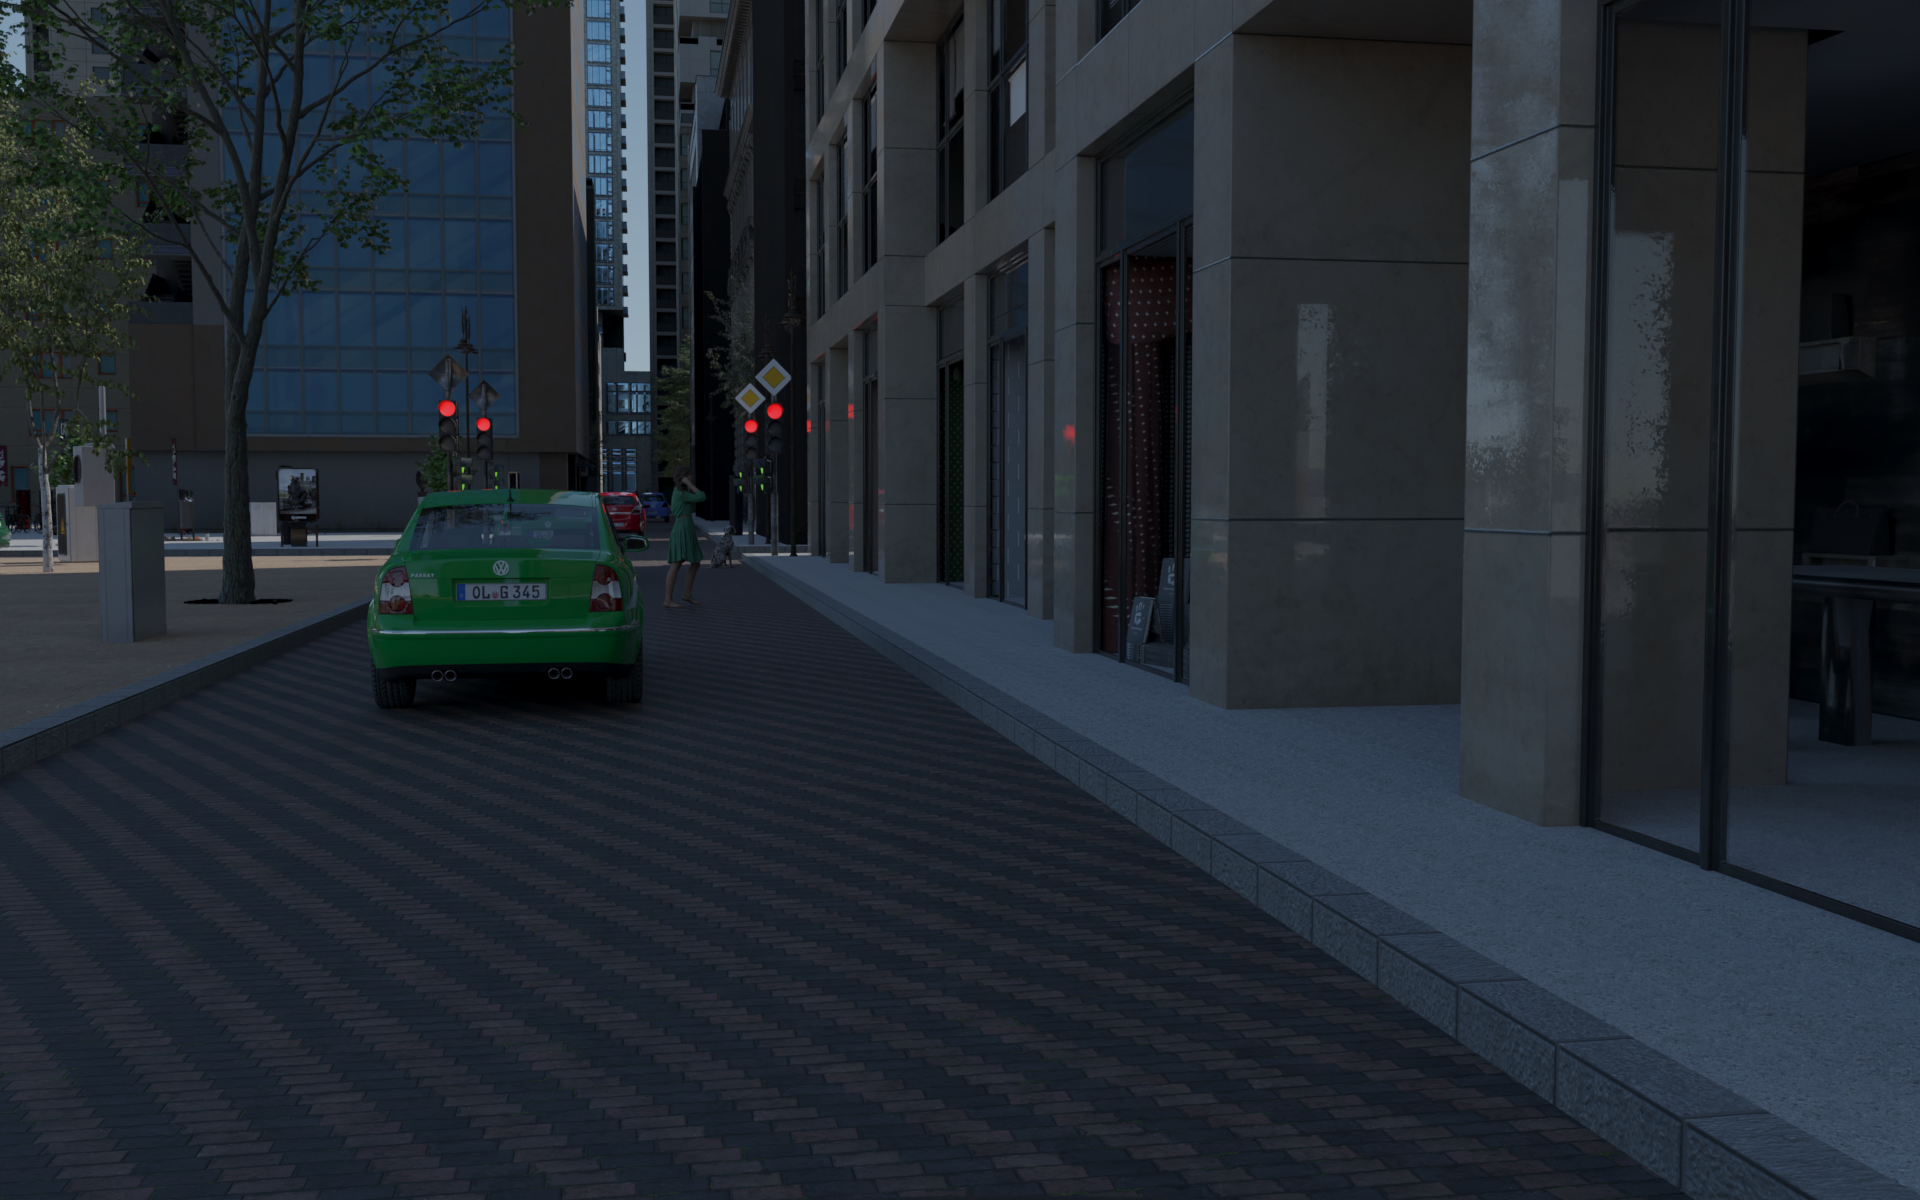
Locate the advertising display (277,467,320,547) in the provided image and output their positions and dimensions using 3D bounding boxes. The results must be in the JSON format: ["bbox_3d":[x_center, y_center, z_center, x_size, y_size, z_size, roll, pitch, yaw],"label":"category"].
[{"bbox_3d":[-16.059,-2.253,42.049,0.974,1.923,0.123,0,4,0],"label":"advertising display"}]

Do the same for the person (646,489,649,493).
[{"bbox_3d":[-26.486,-8.462,146.833,0.705,1.826,1.348,2,4,24],"label":"person"}]

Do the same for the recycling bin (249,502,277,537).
[{"bbox_3d":[-21.250,-2.457,52.733,0.722,1.027,0.722,-2,4,-30],"label":"recycling bin"}]

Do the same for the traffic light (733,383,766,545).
[{"bbox_3d":[-5.313,-3.357,43.813,0.839,4.253,0.868,-1,4,-10],"label":"traffic light"}]

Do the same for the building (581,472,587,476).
[{"bbox_3d":[-39.410,-28.959,128.102,22.147,44.769,28.867,-1,4,-10],"label":"building"}]

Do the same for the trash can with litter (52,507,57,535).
[{"bbox_3d":[-27.936,-2.590,53.733,1.055,1.170,0.624,0,4,4],"label":"trash can with litter"}]

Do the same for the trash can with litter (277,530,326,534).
[{"bbox_3d":[-21.224,-2.720,55.521,1.678,1.210,2.233,-1,4,-9],"label":"trash can with litter"}]

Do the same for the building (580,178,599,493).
[{"bbox_3d":[-38.943,-23.178,150.668,14.160,30.474,14.107,-1,4,-10],"label":"building"}]

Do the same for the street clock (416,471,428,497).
[{"bbox_3d":[-16.566,-2.985,53.383,0.358,2.002,0.471,-3,5,-39],"label":"street clock"}]

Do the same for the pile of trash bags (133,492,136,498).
[{"bbox_3d":[-36.493,-3.900,73.521,3.447,1.369,1.912,-3,4,-37],"label":"pile of trash bags"}]

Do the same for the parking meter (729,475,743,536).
[{"bbox_3d":[-6.925,-2.930,53.611,0.255,1.863,0.399,3,4,37],"label":"parking meter"}]

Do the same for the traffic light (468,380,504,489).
[{"bbox_3d":[-11.667,-3.285,42.639,0.839,4.253,0.868,-1,4,-10],"label":"traffic light"}]

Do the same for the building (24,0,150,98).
[{"bbox_3d":[-92.807,-46.503,198.569,20.611,71.187,20.563,-1,4,-10],"label":"building"}]

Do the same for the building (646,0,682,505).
[{"bbox_3d":[-27.401,-47.209,210.116,20.611,71.187,20.563,-1,4,-10],"label":"building"}]

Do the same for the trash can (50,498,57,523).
[{"bbox_3d":[-32.233,-3.065,61.764,0.748,1.137,0.748,0,3,0],"label":"trash can"}]

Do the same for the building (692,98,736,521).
[{"bbox_3d":[-7.603,-16.006,91.375,12.332,23.373,15.834,-1,4,-10],"label":"building"}]

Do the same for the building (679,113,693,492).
[{"bbox_3d":[-14.836,-22.268,135.791,14.160,30.474,14.107,-1,4,-10],"label":"building"}]

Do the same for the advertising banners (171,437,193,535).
[{"bbox_3d":[-24.481,-3.566,54.495,0.090,3.025,2.074,-1,4,-8],"label":"advertising banners"}]

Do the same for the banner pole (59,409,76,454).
[{"bbox_3d":[-26.224,-3.735,51.090,0.401,3.779,0.863,1,4,14],"label":"banner pole"}]

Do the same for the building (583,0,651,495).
[{"bbox_3d":[-52.819,-54.589,205.198,31.000,86.520,22.319,-1,4,-10],"label":"building"}]

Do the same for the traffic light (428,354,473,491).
[{"bbox_3d":[-10.230,-2.805,34.783,0.839,4.253,0.868,-1,4,-10],"label":"traffic light"}]

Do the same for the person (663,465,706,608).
[{"bbox_3d":[-3.523,-0.806,21.932,0.529,1.795,0.600,-2,4,-25],"label":"person"}]

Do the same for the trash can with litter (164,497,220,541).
[{"bbox_3d":[-21.407,-2.235,47.597,2.233,1.210,1.678,2,4,29],"label":"trash can with litter"}]

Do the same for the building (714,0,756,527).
[{"bbox_3d":[-4.280,-14.915,72.740,11.050,23.489,19.941,-1,4,-10],"label":"building"}]

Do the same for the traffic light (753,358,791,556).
[{"bbox_3d":[-3.876,-2.877,35.958,0.839,4.253,0.868,-1,4,-10],"label":"traffic light"}]

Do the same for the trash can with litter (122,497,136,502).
[{"bbox_3d":[-32.756,-3.478,68.260,0.624,1.170,1.055,0,4,-4],"label":"trash can with litter"}]

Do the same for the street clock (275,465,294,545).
[{"bbox_3d":[-17.003,-2.396,43.739,0.471,2.002,0.358,1,4,19],"label":"street clock"}]

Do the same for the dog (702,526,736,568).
[{"bbox_3d":[-4.727,-1.027,33.632,0.800,0.831,0.513,-1,4,-12],"label":"dog"}]

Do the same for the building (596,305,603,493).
[{"bbox_3d":[-51.472,-20.239,175.951,28.899,21.520,27.650,-1,4,-10],"label":"building"}]

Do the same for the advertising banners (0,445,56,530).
[{"bbox_3d":[-33.826,-4.061,62.579,2.074,3.025,0.090,-3,5,-43],"label":"advertising banners"}]

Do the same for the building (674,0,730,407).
[{"bbox_3d":[-11.995,-34.746,157.334,28.713,52.752,27.495,-1,4,-10],"label":"building"}]
